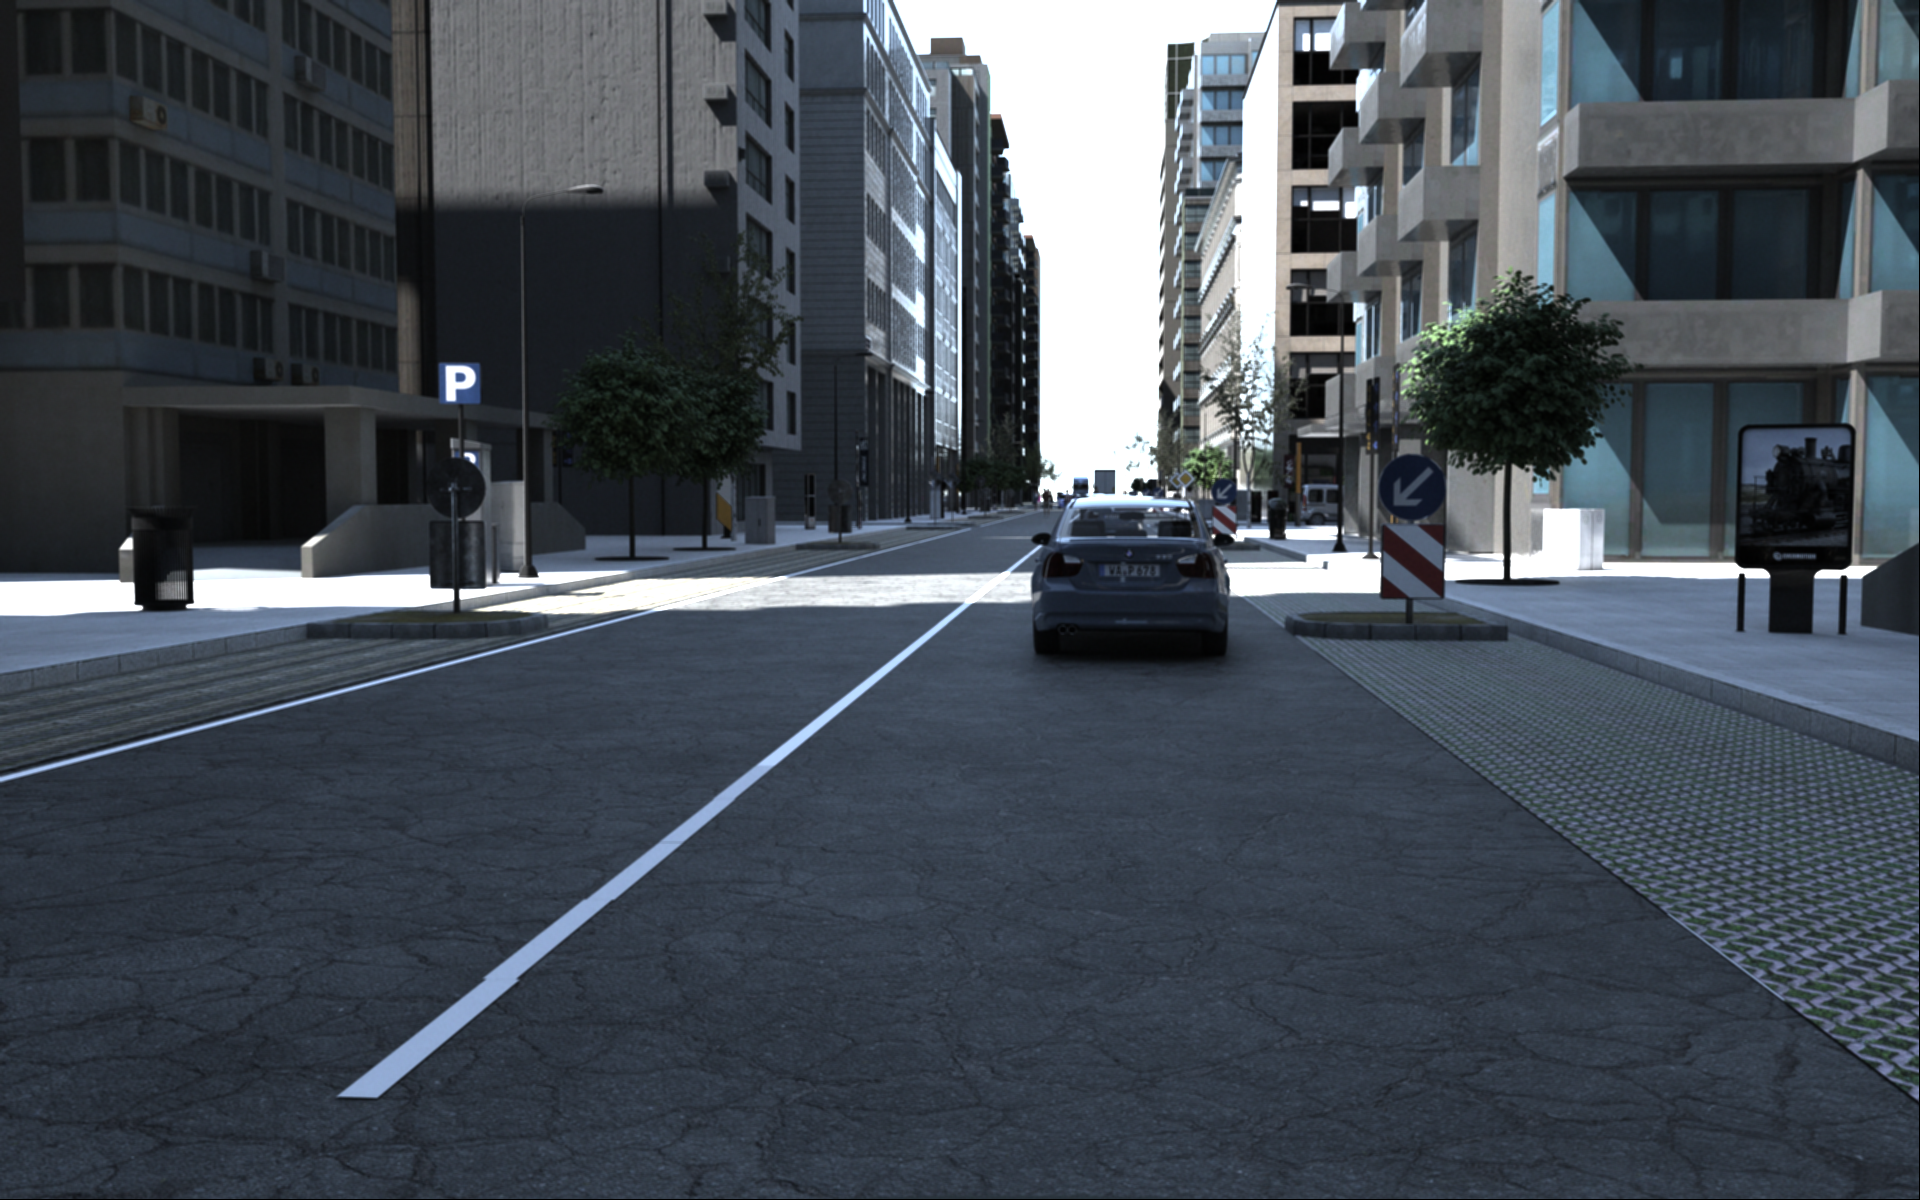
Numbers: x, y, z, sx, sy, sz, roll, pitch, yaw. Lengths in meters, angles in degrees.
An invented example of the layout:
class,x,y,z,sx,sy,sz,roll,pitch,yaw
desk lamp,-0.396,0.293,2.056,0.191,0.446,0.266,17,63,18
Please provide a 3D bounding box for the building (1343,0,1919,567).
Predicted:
class,x,y,z,sx,sy,sz,roll,pitch,yaw
building,21.515,-25.874,42.650,23.786,49.044,30.456,0,4,5

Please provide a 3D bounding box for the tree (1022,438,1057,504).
class,x,y,z,sx,sy,sz,roll,pitch,yaw
tree,9.618,-16.968,227.792,4.737,8.622,4.395,0,3,0

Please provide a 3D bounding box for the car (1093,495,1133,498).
class,x,y,z,sx,sy,sz,roll,pitch,yaw
car,4.627,-2.449,52.037,2.014,1.417,4.499,0,4,6

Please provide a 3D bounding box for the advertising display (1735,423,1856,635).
class,x,y,z,sx,sy,sz,roll,pitch,yaw
advertising display,7.678,-0.657,15.958,0.974,1.923,0.123,2,4,24

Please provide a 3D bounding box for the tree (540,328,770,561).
class,x,y,z,sx,sy,sz,roll,pitch,yaw
tree,-6.509,-3.068,33.873,4.285,4.588,4.351,0,3,0

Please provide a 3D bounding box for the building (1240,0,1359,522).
class,x,y,z,sx,sy,sz,roll,pitch,yaw
building,31.890,-17.204,85.802,34.151,26.468,19.350,0,4,5

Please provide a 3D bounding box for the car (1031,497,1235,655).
class,x,y,z,sx,sy,sz,roll,pitch,yaw
car,1.663,-0.292,16.773,2.014,1.417,4.499,0,4,6

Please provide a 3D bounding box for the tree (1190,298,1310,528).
class,x,y,z,sx,sy,sz,roll,pitch,yaw
tree,10.881,-6.995,64.729,4.360,8.622,3.978,0,3,0

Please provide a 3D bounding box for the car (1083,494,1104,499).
class,x,y,z,sx,sy,sz,roll,pitch,yaw
car,7.598,-5.339,97.080,2.009,1.686,4.222,0,4,5

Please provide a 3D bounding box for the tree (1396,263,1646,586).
class,x,y,z,sx,sy,sz,roll,pitch,yaw
tree,7.975,-2.516,24.843,4.285,4.588,4.351,0,3,0

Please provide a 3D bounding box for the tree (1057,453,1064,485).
class,x,y,z,sx,sy,sz,roll,pitch,yaw
tree,11.671,-18.053,245.528,4.737,8.622,4.395,0,3,0

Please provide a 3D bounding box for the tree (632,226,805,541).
class,x,y,z,sx,sy,sz,roll,pitch,yaw
tree,-6.415,-5.919,47.132,4.737,8.622,4.395,0,3,0

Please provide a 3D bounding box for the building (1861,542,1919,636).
class,x,y,z,sx,sy,sz,roll,pitch,yaw
building,24.252,-19.298,7.411,32.217,40.220,23.993,0,4,5

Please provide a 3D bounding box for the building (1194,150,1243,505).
class,x,y,z,sx,sy,sz,roll,pitch,yaw
building,26.995,-21.537,128.544,17.030,29.872,44.131,0,4,5

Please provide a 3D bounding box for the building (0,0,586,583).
class,x,y,z,sx,sy,sz,roll,pitch,yaw
building,-25.293,-20.881,33.284,32.217,40.220,23.993,0,4,5

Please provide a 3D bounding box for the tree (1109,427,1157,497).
class,x,y,z,sx,sy,sz,roll,pitch,yaw
tree,25.054,-18.609,238.670,8.767,10.594,7.601,-3,5,-40

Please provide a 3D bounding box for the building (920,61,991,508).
class,x,y,z,sx,sy,sz,roll,pitch,yaw
building,-4.561,-29.157,160.311,14.154,41.232,14.086,0,4,5

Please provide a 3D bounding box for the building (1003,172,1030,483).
class,x,y,z,sx,sy,sz,roll,pitch,yaw
building,-1.990,-38.794,253.894,23.786,49.044,30.456,0,4,5

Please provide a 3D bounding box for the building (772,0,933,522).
class,x,y,z,sx,sy,sz,roll,pitch,yaw
building,-8.512,-19.385,94.443,11.434,29.767,29.804,0,4,5

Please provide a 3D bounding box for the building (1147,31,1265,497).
class,x,y,z,sx,sy,sz,roll,pitch,yaw
building,40.325,-51.107,273.852,20.563,71.187,20.611,0,4,5

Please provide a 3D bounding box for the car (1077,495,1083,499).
class,x,y,z,sx,sy,sz,roll,pitch,yaw
car,13.507,-11.710,204.043,1.945,1.354,3.894,0,4,7

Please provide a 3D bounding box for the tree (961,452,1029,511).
class,x,y,z,sx,sy,sz,roll,pitch,yaw
tree,3.015,-9.951,146.419,4.285,4.588,4.351,0,3,0

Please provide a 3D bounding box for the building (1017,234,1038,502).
class,x,y,z,sx,sy,sz,roll,pitch,yaw
building,1.342,-38.461,283.456,22.147,44.769,28.867,0,4,5

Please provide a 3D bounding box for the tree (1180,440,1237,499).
class,x,y,z,sx,sy,sz,roll,pitch,yaw
tree,15.008,-7.403,104.758,4.285,4.588,4.351,0,3,0

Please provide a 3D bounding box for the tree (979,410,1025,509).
class,x,y,z,sx,sy,sz,roll,pitch,yaw
tree,3.679,-12.276,151.073,4.360,8.622,3.978,0,3,0

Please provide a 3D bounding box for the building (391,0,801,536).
class,x,y,z,sx,sy,sz,roll,pitch,yaw
building,-13.075,-17.626,59.885,14.107,30.474,14.160,0,4,5

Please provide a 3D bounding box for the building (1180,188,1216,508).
class,x,y,z,sx,sy,sz,roll,pitch,yaw
building,28.103,-24.075,165.335,14.160,30.474,14.107,0,4,5

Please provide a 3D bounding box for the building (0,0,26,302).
class,x,y,z,sx,sy,sz,roll,pitch,yaw
building,-14.361,-21.710,5.078,14.600,45.320,14.200,0,4,5

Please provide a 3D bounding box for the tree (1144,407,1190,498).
class,x,y,z,sx,sy,sz,roll,pitch,yaw
tree,17.454,-11.925,145.340,4.360,8.622,3.978,0,3,0

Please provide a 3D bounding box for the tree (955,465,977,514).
class,x,y,z,sx,sy,sz,roll,pitch,yaw
tree,0.376,-7.337,114.555,1.663,3.219,1.824,0,3,0

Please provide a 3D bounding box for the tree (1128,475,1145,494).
class,x,y,z,sx,sy,sz,roll,pitch,yaw
tree,30.284,-18.949,293.524,4.285,4.588,4.351,0,3,0

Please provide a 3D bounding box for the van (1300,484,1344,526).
class,x,y,z,sx,sy,sz,roll,pitch,yaw
van,16.339,-4.042,73.098,4.112,2.044,2.013,0,4,3

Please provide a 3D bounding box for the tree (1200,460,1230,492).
class,x,y,z,sx,sy,sz,roll,pitch,yaw
tree,14.376,-6.331,98.116,1.663,3.219,1.824,0,3,0

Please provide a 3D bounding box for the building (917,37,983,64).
class,x,y,z,sx,sy,sz,roll,pitch,yaw
building,-4.304,-32.085,174.698,14.600,45.320,14.200,0,4,5

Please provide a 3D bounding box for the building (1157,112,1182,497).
class,x,y,z,sx,sy,sz,roll,pitch,yaw
building,35.440,-36.049,213.096,21.300,48.544,21.600,0,4,5

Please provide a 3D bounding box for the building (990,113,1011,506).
class,x,y,z,sx,sy,sz,roll,pitch,yaw
building,-5.729,-33.136,196.402,22.147,44.769,28.867,0,4,5

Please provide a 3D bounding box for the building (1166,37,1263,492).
class,x,y,z,sx,sy,sz,roll,pitch,yaw
building,34.592,-34.675,186.545,23.786,49.044,30.456,0,4,5

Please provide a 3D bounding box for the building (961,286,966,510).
class,x,y,z,sx,sy,sz,roll,pitch,yaw
building,-6.273,-18.848,137.838,12.332,23.373,15.834,0,4,5

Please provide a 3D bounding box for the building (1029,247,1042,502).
class,x,y,z,sx,sy,sz,roll,pitch,yaw
building,7.127,-40.025,304.526,14.600,45.320,14.200,0,4,5

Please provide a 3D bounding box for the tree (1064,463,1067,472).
class,x,y,z,sx,sy,sz,roll,pitch,yaw
tree,15.595,-20.764,289.849,4.737,8.622,4.395,0,3,0

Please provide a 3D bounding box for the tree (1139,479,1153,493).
class,x,y,z,sx,sy,sz,roll,pitch,yaw
tree,23.691,-13.728,219.046,1.663,3.219,1.824,0,3,0

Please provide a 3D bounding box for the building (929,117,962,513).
class,x,y,z,sx,sy,sz,roll,pitch,yaw
building,-6.735,-18.431,119.361,12.078,24.808,19.932,0,4,5

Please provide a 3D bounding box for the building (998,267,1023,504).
class,x,y,z,sx,sy,sz,roll,pitch,yaw
building,0.564,-27.287,217.836,14.160,30.474,14.107,0,4,5
